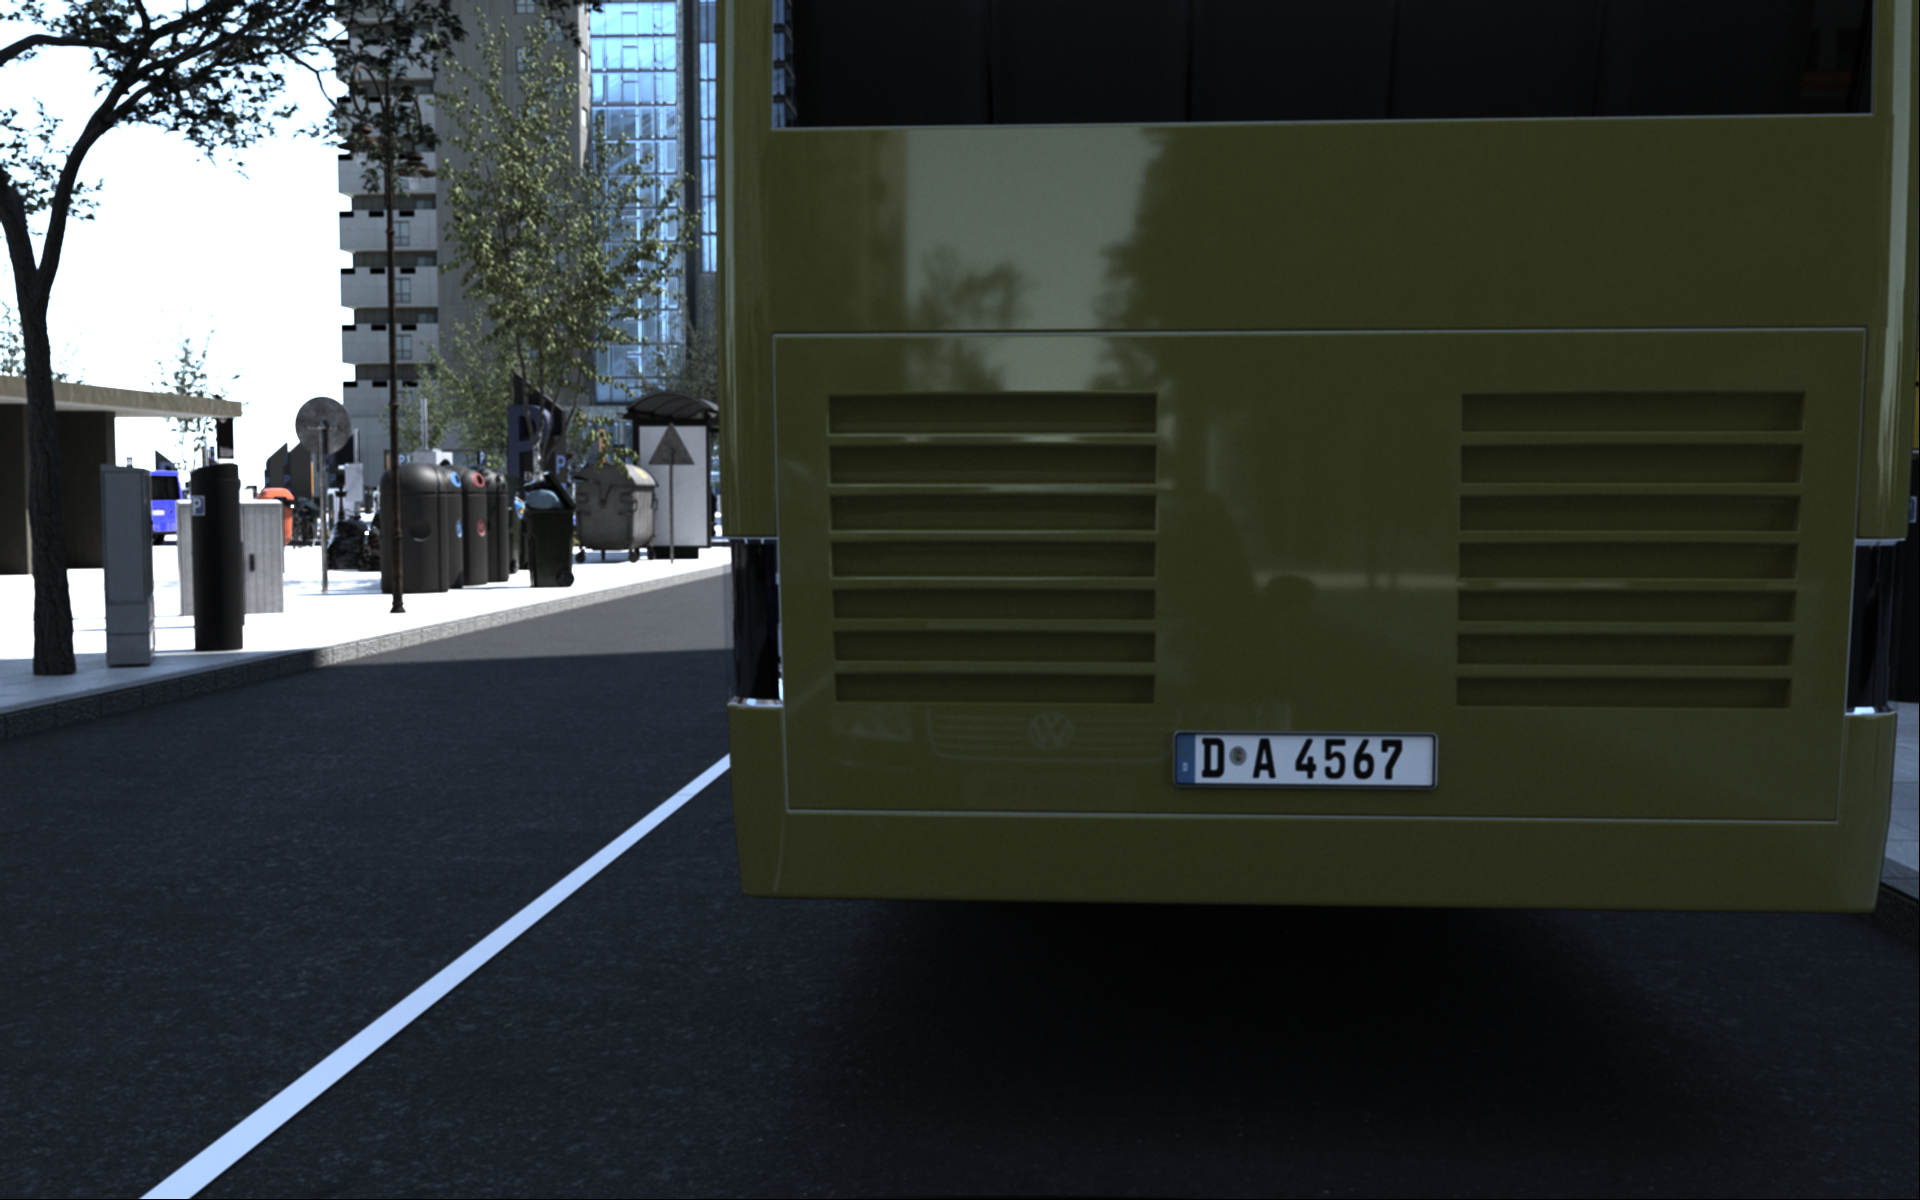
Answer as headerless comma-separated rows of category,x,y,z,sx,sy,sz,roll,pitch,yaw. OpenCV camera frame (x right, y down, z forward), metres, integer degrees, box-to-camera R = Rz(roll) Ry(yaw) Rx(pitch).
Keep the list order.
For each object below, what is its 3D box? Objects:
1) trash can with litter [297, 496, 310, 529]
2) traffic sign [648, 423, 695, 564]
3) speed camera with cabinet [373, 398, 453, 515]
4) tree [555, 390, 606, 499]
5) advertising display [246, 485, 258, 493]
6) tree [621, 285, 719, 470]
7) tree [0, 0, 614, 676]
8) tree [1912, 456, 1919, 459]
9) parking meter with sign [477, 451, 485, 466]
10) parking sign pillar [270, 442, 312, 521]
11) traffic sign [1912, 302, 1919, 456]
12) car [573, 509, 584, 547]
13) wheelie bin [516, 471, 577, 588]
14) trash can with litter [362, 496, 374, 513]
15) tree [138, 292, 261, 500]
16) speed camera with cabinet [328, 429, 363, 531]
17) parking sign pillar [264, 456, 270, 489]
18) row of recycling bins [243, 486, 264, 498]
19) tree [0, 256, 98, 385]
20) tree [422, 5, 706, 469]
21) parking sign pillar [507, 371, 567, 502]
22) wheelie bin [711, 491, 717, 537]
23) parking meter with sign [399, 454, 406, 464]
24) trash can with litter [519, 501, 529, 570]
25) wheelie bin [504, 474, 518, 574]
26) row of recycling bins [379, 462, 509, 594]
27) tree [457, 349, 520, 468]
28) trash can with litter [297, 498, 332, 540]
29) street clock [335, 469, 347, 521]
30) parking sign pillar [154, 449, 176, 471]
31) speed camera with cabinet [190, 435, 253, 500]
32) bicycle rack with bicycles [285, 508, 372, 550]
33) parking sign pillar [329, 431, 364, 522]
trash can with litter,-24.161,-3.162,62.749,1.678,1.210,2.233,2,4,27
traffic sign,-5.258,-1.929,31.546,0.884,2.594,0.081,1,4,11
speed camera with cabinet,-11.030,-2.494,35.121,0.660,3.252,2.038,1,4,13
tree,-26.137,-10.216,117.393,4.360,8.622,3.978,0,3,0
advertising display,-49.859,-7.143,122.002,0.123,1.923,0.974,1,4,21
tree,-9.291,-6.733,60.448,4.360,8.622,3.978,0,3,0
tree,-6.474,-4.769,12.382,8.767,10.594,7.601,0,4,-7
tree,15.902,-2.743,28.562,4.285,4.588,4.351,0,3,0
parking meter with sign,-18.600,-4.521,70.180,1.738,3.016,0.543,1,4,10
parking sign pillar,-29.342,-5.397,76.719,1.447,3.967,1.447,1,4,21
traffic sign,6.081,-1.078,11.495,2.265,3.308,0.079,0,4,5
car,-10.544,-2.086,43.705,3.694,1.707,1.945,0,4,2
wheelie bin,-5.671,-0.979,23.915,0.693,1.594,0.980,-1,4,-20
trash can with litter,-39.460,-6.374,115.271,2.233,1.210,1.678,-2,4,-33
tree,-28.273,-6.943,63.885,4.360,8.622,3.978,0,3,0
speed camera with cabinet,-18.837,-3.588,53.005,0.660,3.252,2.038,-2,4,-33
parking sign pillar,-34.995,-6.129,88.681,1.447,3.967,1.447,2,4,24
row of recycling bins,-38.693,-5.264,93.176,3.534,1.692,1.069,-1,4,-15
tree,-28.576,-6.250,52.543,4.360,8.622,3.978,0,3,0
tree,-6.350,-4.661,26.563,4.737,8.622,4.395,0,3,0
parking sign pillar,-9.229,-3.015,37.763,1.447,3.967,1.447,2,4,25
wheelie bin,-7.729,-2.712,52.248,0.693,1.594,0.980,-2,4,-24
parking meter with sign,-23.633,-4.833,75.285,1.738,3.016,0.543,1,4,23
trash can with litter,-7.424,-1.084,29.106,0.624,1.170,1.055,2,4,24
wheelie bin,-7.452,-1.219,27.834,0.980,1.594,0.693,0,4,-2
row of recycling bins,-7.102,-1.025,23.878,1.069,1.692,3.534,0,4,2
tree,-23.198,-8.326,86.497,4.360,8.622,3.978,0,3,0
trash can with litter,-18.017,-2.273,48.559,1.055,1.170,0.624,1,4,12
street clock,-17.938,-2.791,50.210,0.358,2.002,0.471,-1,4,-18
parking sign pillar,-47.911,-7.106,104.652,1.447,3.967,1.447,2,4,31
speed camera with cabinet,-25.196,-3.961,59.104,0.660,3.252,2.038,2,4,31
bicycle rack with bicycles,-15.035,-1.669,40.674,2.852,0.926,2.925,0,4,1
parking sign pillar,-26.091,-5.197,73.440,1.447,3.967,1.447,2,4,27
